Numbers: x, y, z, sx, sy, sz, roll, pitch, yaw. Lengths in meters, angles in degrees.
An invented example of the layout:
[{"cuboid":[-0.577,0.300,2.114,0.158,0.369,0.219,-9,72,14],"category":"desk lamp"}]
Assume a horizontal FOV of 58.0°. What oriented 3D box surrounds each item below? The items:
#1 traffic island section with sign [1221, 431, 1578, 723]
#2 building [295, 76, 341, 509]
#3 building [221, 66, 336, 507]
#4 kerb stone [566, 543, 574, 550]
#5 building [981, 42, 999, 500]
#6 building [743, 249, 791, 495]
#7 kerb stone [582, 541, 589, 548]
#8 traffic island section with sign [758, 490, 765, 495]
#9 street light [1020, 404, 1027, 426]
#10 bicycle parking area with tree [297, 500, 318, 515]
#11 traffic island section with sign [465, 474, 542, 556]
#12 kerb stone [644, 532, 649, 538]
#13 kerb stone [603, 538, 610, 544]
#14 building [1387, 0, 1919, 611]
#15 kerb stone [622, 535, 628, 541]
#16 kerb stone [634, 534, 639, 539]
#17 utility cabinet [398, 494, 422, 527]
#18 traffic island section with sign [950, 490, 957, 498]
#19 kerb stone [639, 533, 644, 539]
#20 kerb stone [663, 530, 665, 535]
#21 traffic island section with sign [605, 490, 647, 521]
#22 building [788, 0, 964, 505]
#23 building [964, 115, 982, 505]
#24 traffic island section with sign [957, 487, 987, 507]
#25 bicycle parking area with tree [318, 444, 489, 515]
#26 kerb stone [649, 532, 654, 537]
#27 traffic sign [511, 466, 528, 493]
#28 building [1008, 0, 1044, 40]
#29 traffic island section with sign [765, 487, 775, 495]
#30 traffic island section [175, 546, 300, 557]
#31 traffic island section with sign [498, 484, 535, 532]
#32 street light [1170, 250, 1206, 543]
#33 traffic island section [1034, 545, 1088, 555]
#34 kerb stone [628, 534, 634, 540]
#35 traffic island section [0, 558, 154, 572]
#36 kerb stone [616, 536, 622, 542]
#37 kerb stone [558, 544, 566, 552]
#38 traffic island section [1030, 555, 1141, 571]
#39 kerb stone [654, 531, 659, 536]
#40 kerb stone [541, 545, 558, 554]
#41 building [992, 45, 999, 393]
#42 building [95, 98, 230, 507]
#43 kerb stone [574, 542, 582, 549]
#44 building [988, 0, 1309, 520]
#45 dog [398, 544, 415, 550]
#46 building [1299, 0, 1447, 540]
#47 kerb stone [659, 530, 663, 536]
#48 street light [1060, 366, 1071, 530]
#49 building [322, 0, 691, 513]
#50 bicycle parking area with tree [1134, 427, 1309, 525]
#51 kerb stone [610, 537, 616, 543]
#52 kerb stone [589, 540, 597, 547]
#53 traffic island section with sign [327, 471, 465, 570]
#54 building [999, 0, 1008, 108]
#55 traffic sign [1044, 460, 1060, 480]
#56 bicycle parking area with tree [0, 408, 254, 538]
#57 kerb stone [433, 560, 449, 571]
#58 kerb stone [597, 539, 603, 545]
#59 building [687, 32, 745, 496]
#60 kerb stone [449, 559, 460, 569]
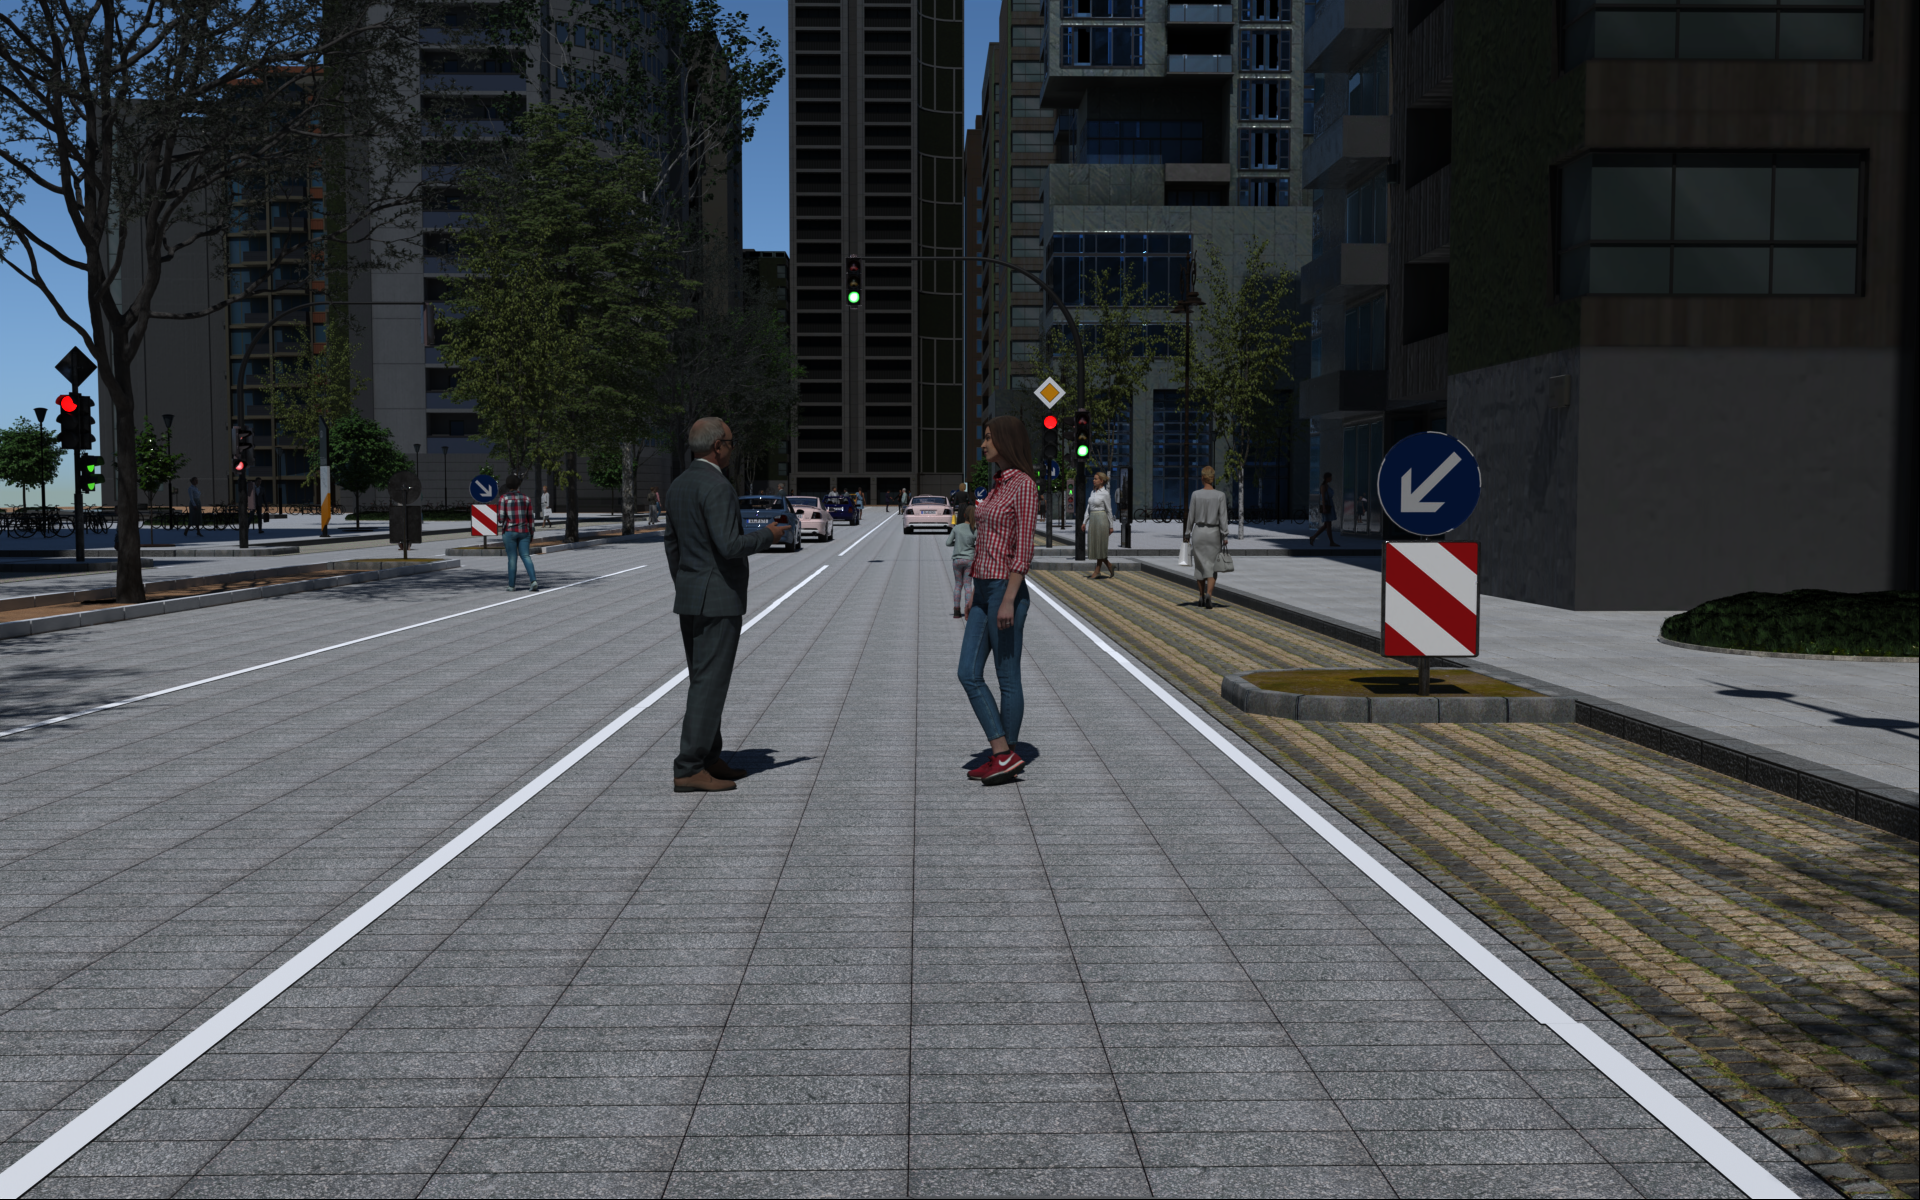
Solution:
[{"cuboid":[2.837,-0.188,11.699,1.989,1.847,2.006,0,4,-1],"category":"traffic island section with sign"},{"cuboid":[-39.081,-28.345,155.320,32.217,40.220,23.993,0,4,-1],"category":"building"},{"cuboid":[-59.348,-32.042,178.513,28.867,44.769,22.147,0,4,-1],"category":"building"},{"cuboid":[-10.099,-1.351,44.289,0.120,0.150,1.000,0,4,-1],"category":"kerb stone"},{"cuboid":[13.259,-34.015,179.846,21.300,48.544,21.600,0,4,-1],"category":"building"},{"cuboid":[-27.032,-26.622,206.971,14.107,30.474,14.160,0,4,-1],"category":"building"},{"cuboid":[-10.142,-1.477,46.337,0.120,0.150,1.000,0,4,-1],"category":"kerb stone"},{"cuboid":[-19.596,-9.948,171.271,1.989,1.847,2.006,0,4,-1],"category":"traffic island section with sign"},{"cuboid":[3.143,-7.110,89.028,0.468,5.910,1.993,0,4,-1],"category":"street light"},{"cuboid":[-42.553,-7.398,107.958,9.016,4.147,8.231,0,4,-7],"category":"bicycle parking area with tree"},{"cuboid":[-11.050,-1.999,40.820,2.006,1.907,1.989,0,4,-1],"category":"traffic island section with sign"},{"cuboid":[-10.369,-2.103,56.577,0.120,0.150,1.000,0,4,-1],"category":"kerb stone"},{"cuboid":[-10.209,-1.664,49.406,0.120,0.150,1.000,0,4,-1],"category":"kerb stone"},{"cuboid":[13.601,-15.496,25.056,14.160,30.474,14.107,0,4,-1],"category":"building"},{"cuboid":[-10.281,-1.850,52.482,0.120,0.150,1.000,0,4,-1],"category":"kerb stone"},{"cuboid":[-10.326,-1.978,54.533,0.120,0.150,1.000,0,4,-1],"category":"kerb stone"},{"cuboid":[-18.945,-3.114,59.591,0.318,1.500,1.173,1,4,9],"category":"utility cabinet"},{"cuboid":[-0.754,-9.878,170.134,1.989,1.847,2.006,0,4,-1],"category":"traffic island section with sign"},{"cuboid":[-10.346,-2.040,55.555,0.120,0.150,1.000,0,4,-1],"category":"kerb stone"},{"cuboid":[-10.462,-2.355,60.696,0.120,0.150,1.000,0,4,-1],"category":"kerb stone"},{"cuboid":[-17.826,-5.135,92.583,1.989,1.847,2.006,0,4,-1],"category":"traffic island section with sign"},{"cuboid":[-9.763,-47.197,209.928,20.611,71.187,20.563,0,4,-1],"category":"building"},{"cuboid":[7.770,-34.128,208.098,14.200,45.320,14.600,0,4,-1],"category":"building"},{"cuboid":[0.987,-5.160,92.998,1.989,1.847,2.006,0,4,-1],"category":"traffic island section with sign"},{"cuboid":[-31.216,-7.029,101.928,9.016,4.147,8.231,1,4,14],"category":"bicycle parking area with tree"},{"cuboid":[-10.390,-2.165,57.599,0.120,0.150,1.000,0,4,-1],"category":"kerb stone"},{"cuboid":[-19.480,-4.680,76.618,0.768,2.556,0.104,0,4,5],"category":"traffic sign"},{"cuboid":[10.586,-27.511,133.407,14.154,41.232,14.086,0,4,-1],"category":"building"},{"cuboid":[-12.761,-6.593,115.939,2.006,1.907,1.989,0,4,-1],"category":"traffic island section with sign"},{"cuboid":[-16.981,-1.147,41.031,2.009,0.180,2.903,0,4,-1],"category":"traffic island section"},{"cuboid":[-17.211,-3.487,65.635,1.989,1.847,2.006,0,4,-1],"category":"traffic island section with sign"},{"cuboid":[4.327,-3.685,33.032,0.468,5.910,1.993,0,4,-1],"category":"street light"},{"cuboid":[2.156,-1.173,41.458,2.009,0.180,2.903,0,4,-1],"category":"traffic island section"},{"cuboid":[-10.304,-1.915,53.504,0.120,0.150,1.000,0,4,-1],"category":"kerb stone"},{"cuboid":[-16.800,-0.659,33.048,2.009,0.180,2.903,0,4,-1],"category":"traffic island section"},{"cuboid":[-10.251,-1.790,51.459,0.120,0.150,1.000,0,4,-1],"category":"kerb stone"},{"cuboid":[-10.073,-1.284,43.261,0.120,0.150,1.000,0,4,-1],"category":"kerb stone"},{"cuboid":[2.337,-0.685,33.474,2.009,0.180,2.903,0,4,-1],"category":"traffic island section"},{"cuboid":[-10.420,-2.229,58.634,0.120,0.150,1.000,0,4,-1],"category":"kerb stone"},{"cuboid":[-10.041,-1.225,42.230,0.120,0.150,1.000,0,4,-1],"category":"kerb stone"},{"cuboid":[9.910,-29.259,161.981,14.154,41.232,14.086,0,4,-1],"category":"building"},{"cuboid":[-80.917,-30.514,182.498,14.086,41.232,14.154,0,4,-1],"category":"building"},{"cuboid":[-10.113,-1.413,45.315,0.120,0.150,1.000,0,4,-1],"category":"kerb stone"},{"cuboid":[13.426,-48.122,99.472,22.319,86.520,31.000,0,4,-1],"category":"building"},{"cuboid":[-14.097,-1.679,44.290,0.513,0.831,0.800,1,4,11],"category":"dog"},{"cuboid":[25.628,-26.436,51.840,30.456,49.044,23.786,0,4,-1],"category":"building"},{"cuboid":[-10.444,-2.291,59.660,0.120,0.150,1.000,0,4,-1],"category":"kerb stone"},{"cuboid":[3.721,-5.488,62.514,0.468,5.910,1.993,0,4,-1],"category":"street light"},{"cuboid":[-32.612,-35.893,128.847,21.231,58.520,28.212,0,4,-1],"category":"building"},{"cuboid":[12.733,-5.465,76.350,9.016,4.147,8.231,-1,4,-10],"category":"bicycle parking area with tree"},{"cuboid":[-10.228,-1.727,50.434,0.120,0.150,1.000,0,4,-1],"category":"kerb stone"},{"cuboid":[-10.159,-1.535,47.360,0.120,0.150,1.000,0,4,-1],"category":"kerb stone"},{"cuboid":[-10.892,-1.546,33.415,2.006,1.907,1.989,0,4,-1],"category":"traffic island section with sign"},{"cuboid":[10.526,-30.415,147.401,14.600,45.320,14.200,0,4,-1],"category":"building"},{"cuboid":[3.324,-3.933,64.404,0.768,2.556,0.104,0,4,5],"category":"traffic sign"},{"cuboid":[-29.399,-4.463,59.970,9.016,4.147,8.231,3,4,37],"category":"bicycle parking area with tree"},{"cuboid":[-9.825,-0.626,32.446,0.120,0.150,1.000,0,4,-1],"category":"kerb stone"},{"cuboid":[-10.191,-1.602,48.383,0.120,0.150,1.000,0,4,-1],"category":"kerb stone"},{"cuboid":[-34.136,-34.004,179.668,21.600,48.544,21.300,0,4,-1],"category":"building"},{"cuboid":[-9.850,-0.690,33.474,0.120,0.150,1.000,0,4,-1],"category":"kerb stone"}]
